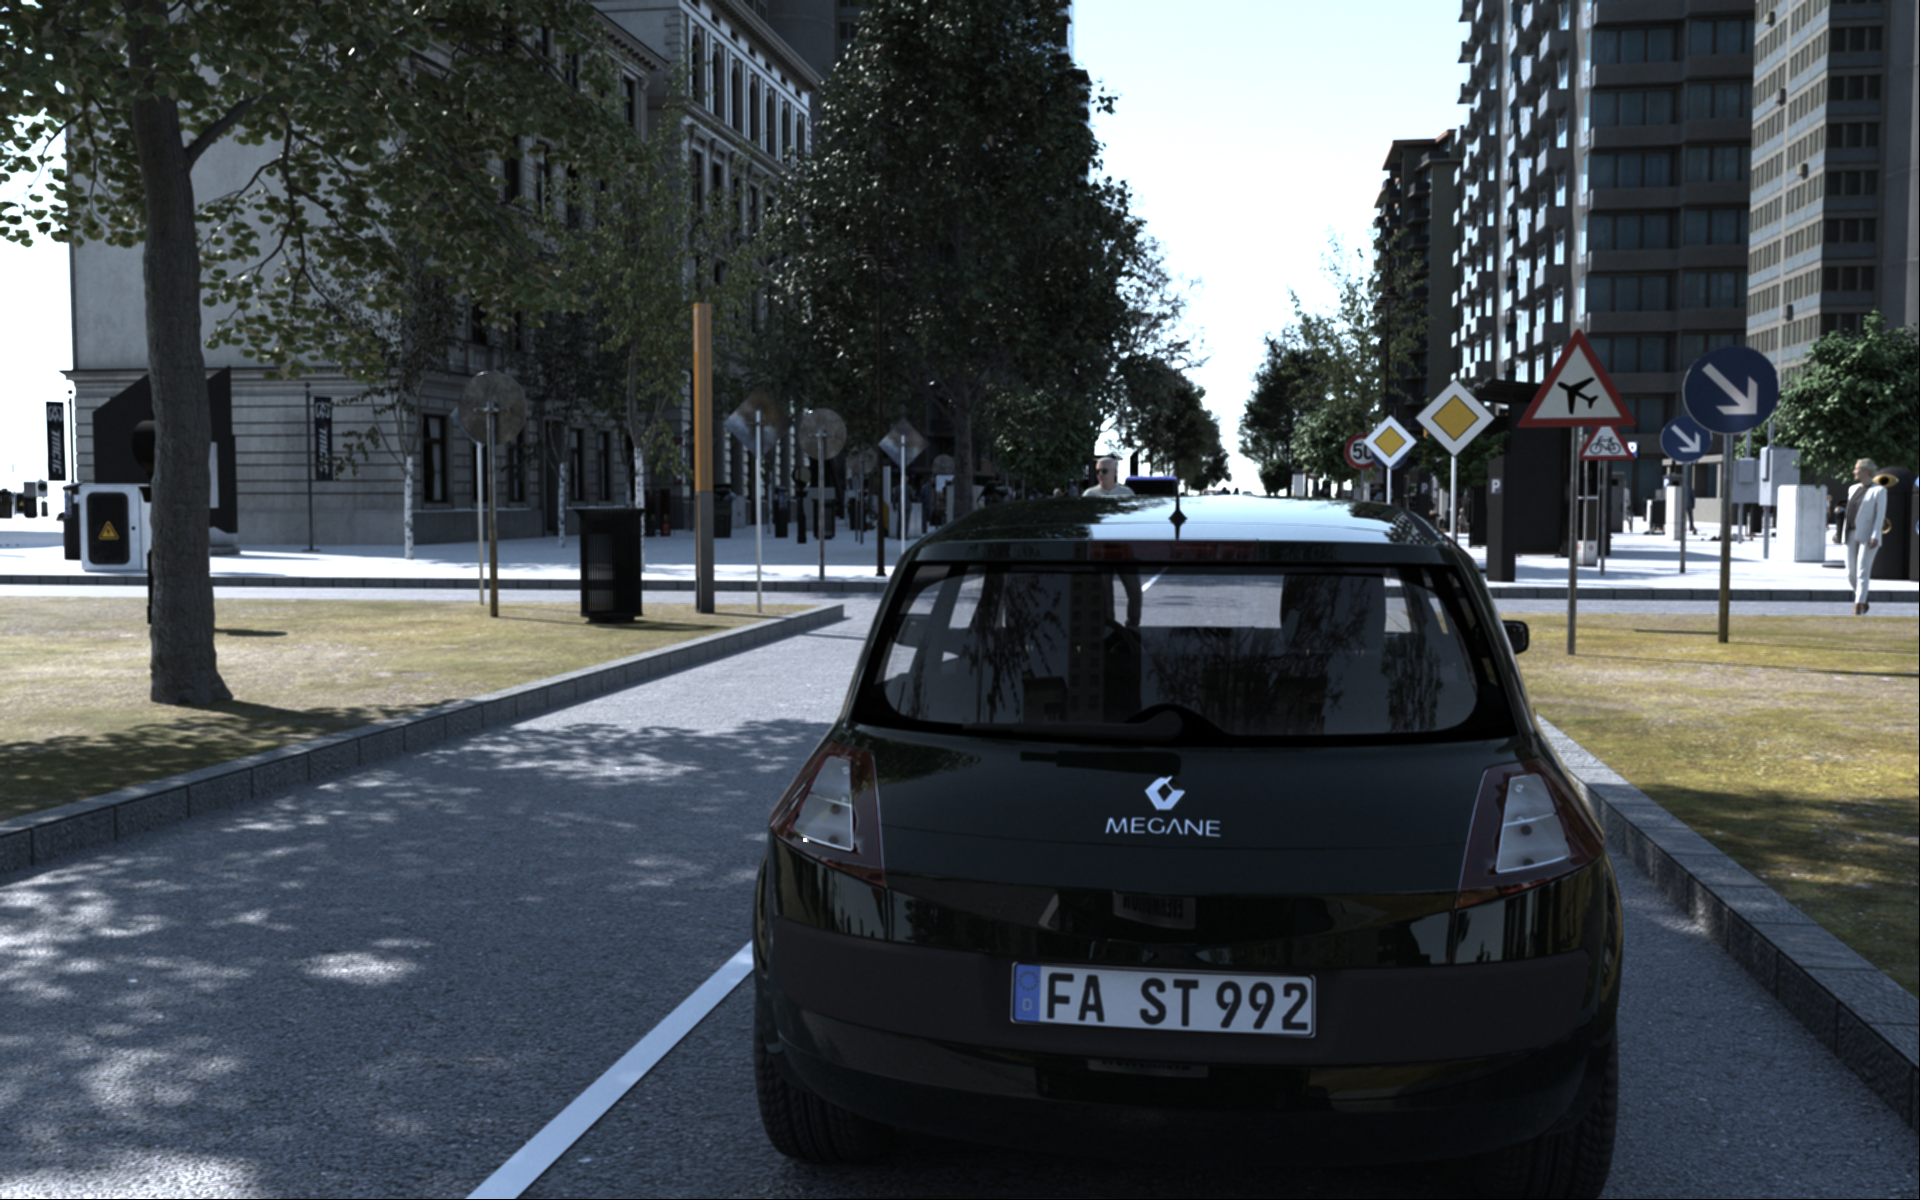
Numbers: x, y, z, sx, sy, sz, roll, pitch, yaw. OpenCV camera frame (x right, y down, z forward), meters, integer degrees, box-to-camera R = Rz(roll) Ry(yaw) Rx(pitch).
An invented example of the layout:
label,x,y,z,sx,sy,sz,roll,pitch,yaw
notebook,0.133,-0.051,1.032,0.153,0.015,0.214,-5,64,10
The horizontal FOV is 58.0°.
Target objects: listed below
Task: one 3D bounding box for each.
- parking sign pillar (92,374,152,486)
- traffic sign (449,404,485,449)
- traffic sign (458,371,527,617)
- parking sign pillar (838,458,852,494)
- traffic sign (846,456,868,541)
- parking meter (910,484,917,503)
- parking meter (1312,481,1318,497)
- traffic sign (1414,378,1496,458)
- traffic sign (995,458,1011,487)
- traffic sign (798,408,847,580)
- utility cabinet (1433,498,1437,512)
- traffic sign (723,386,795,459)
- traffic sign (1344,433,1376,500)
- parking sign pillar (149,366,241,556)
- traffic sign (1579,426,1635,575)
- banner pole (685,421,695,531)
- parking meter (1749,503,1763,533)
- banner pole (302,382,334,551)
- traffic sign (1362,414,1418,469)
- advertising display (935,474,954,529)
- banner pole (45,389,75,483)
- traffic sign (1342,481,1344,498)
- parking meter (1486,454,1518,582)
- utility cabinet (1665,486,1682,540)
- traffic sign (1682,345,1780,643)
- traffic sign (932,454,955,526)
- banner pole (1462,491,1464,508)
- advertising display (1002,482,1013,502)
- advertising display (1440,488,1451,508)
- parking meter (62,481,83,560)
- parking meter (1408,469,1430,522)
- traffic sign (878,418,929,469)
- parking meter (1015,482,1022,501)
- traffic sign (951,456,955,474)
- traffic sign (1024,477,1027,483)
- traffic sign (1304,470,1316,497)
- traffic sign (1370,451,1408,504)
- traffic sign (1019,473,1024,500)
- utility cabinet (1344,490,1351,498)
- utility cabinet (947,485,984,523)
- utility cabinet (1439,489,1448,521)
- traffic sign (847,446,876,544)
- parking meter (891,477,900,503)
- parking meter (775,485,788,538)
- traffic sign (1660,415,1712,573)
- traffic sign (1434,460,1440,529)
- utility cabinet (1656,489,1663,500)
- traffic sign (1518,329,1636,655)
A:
label,x,y,z,sx,sy,sz,roll,pitch,yaw
parking sign pillar,-18.577,-3.068,38.639,1.447,3.967,1.447,0,3,0
traffic sign,-5.540,-1.239,19.984,0.795,2.593,0.064,1,4,16
traffic sign,-4.866,-1.095,18.017,0.768,2.556,0.104,1,4,11
parking sign pillar,-6.692,-6.948,102.079,1.447,3.967,1.447,2,4,28
traffic sign,-2.794,-2.733,46.806,0.606,2.300,0.079,1,4,12
parking meter,-2.657,-5.682,98.619,0.255,1.863,0.399,3,4,38
parking meter,15.765,-4.346,76.765,0.255,1.863,0.399,1,4,22
traffic sign,5.010,-0.937,17.510,0.795,2.593,0.064,1,4,9
traffic sign,1.478,-3.358,55.017,0.768,2.556,0.104,1,4,12
traffic sign,-2.053,-1.563,25.660,0.768,2.556,0.104,1,4,17
utility cabinet,26.781,-5.285,97.570,1.020,1.237,0.306,-1,4,-12
traffic sign,-2.185,-1.011,18.713,0.795,2.593,0.064,1,4,9
traffic sign,8.390,-2.202,36.110,0.768,2.556,0.104,1,4,11
parking sign pillar,-15.965,-2.934,36.438,1.447,3.967,1.447,-1,4,-10
traffic sign,10.148,-1.669,27.286,0.884,2.594,0.081,1,4,19
banner pole,-9.323,-4.250,59.511,0.401,3.779,0.863,1,4,8
parking meter,26.211,-2.972,57.009,0.372,1.533,0.369,0,3,0
banner pole,-14.465,-2.998,39.028,0.401,3.779,0.863,2,4,33
traffic sign,6.309,-1.419,25.389,0.795,2.593,0.064,1,4,9
advertising display,-0.309,-3.012,54.461,0.974,1.923,0.123,0,4,0
banner pole,-21.371,-3.135,41.279,0.401,3.779,0.863,2,4,30
traffic sign,15.396,-4.254,69.659,0.768,2.556,0.104,1,4,17
parking meter,7.913,-1.199,25.320,0.255,1.863,0.399,-2,4,-25
utility cabinet,19.960,-2.422,48.271,0.318,1.500,1.173,1,4,11
traffic sign,6.599,-0.905,14.897,0.768,2.556,0.104,1,4,16
traffic sign,-0.545,-3.393,55.581,0.768,2.556,0.104,1,4,18
banner pole,20.757,-4.954,71.008,0.401,3.779,0.863,-1,4,-19
advertising display,2.421,-5.373,93.070,0.974,1.923,0.123,-3,4,-37
advertising display,24.141,-4.947,86.096,0.123,1.923,0.974,-1,4,-11
parking meter,-17.305,-1.554,33.821,0.372,1.533,0.369,0,3,0
parking meter,9.090,-1.750,34.320,0.399,1.863,0.255,-2,4,-33
traffic sign,-0.885,-1.492,26.592,0.795,2.593,0.064,1,4,9
parking meter,2.942,-4.862,85.207,0.399,1.863,0.255,1,4,15
traffic sign,-0.114,-3.527,57.768,0.768,2.556,0.104,1,4,10
traffic sign,3.196,-4.944,80.934,0.768,2.556,0.104,1,4,16
traffic sign,12.717,-3.796,62.175,0.768,2.556,0.104,1,4,17
traffic sign,8.854,-2.180,35.746,0.768,2.556,0.104,1,4,14
traffic sign,1.904,-3.198,52.394,0.768,2.556,0.104,1,4,16
utility cabinet,20.099,-4.890,88.623,1.173,1.500,0.318,-2,4,-34
utility cabinet,0.159,-2.215,44.896,0.318,1.500,1.173,-3,5,-42
utility cabinet,20.783,-4.017,74.349,0.318,1.500,1.173,1,4,12
traffic sign,-2.520,-2.706,44.344,0.768,2.556,0.104,1,4,13
parking meter,-2.203,-3.213,58.247,0.399,1.863,0.255,-1,4,-16
parking meter,-5.270,-2.609,51.068,0.372,1.533,0.369,0,3,0
traffic sign,11.748,-1.711,28.085,0.768,2.556,0.104,1,4,18
traffic sign,15.927,-3.518,57.626,0.768,2.556,0.104,1,4,10
utility cabinet,33.556,-4.525,82.665,0.318,1.500,1.173,3,5,43
traffic sign,4.880,-0.841,13.758,0.884,2.594,0.081,1,4,15
